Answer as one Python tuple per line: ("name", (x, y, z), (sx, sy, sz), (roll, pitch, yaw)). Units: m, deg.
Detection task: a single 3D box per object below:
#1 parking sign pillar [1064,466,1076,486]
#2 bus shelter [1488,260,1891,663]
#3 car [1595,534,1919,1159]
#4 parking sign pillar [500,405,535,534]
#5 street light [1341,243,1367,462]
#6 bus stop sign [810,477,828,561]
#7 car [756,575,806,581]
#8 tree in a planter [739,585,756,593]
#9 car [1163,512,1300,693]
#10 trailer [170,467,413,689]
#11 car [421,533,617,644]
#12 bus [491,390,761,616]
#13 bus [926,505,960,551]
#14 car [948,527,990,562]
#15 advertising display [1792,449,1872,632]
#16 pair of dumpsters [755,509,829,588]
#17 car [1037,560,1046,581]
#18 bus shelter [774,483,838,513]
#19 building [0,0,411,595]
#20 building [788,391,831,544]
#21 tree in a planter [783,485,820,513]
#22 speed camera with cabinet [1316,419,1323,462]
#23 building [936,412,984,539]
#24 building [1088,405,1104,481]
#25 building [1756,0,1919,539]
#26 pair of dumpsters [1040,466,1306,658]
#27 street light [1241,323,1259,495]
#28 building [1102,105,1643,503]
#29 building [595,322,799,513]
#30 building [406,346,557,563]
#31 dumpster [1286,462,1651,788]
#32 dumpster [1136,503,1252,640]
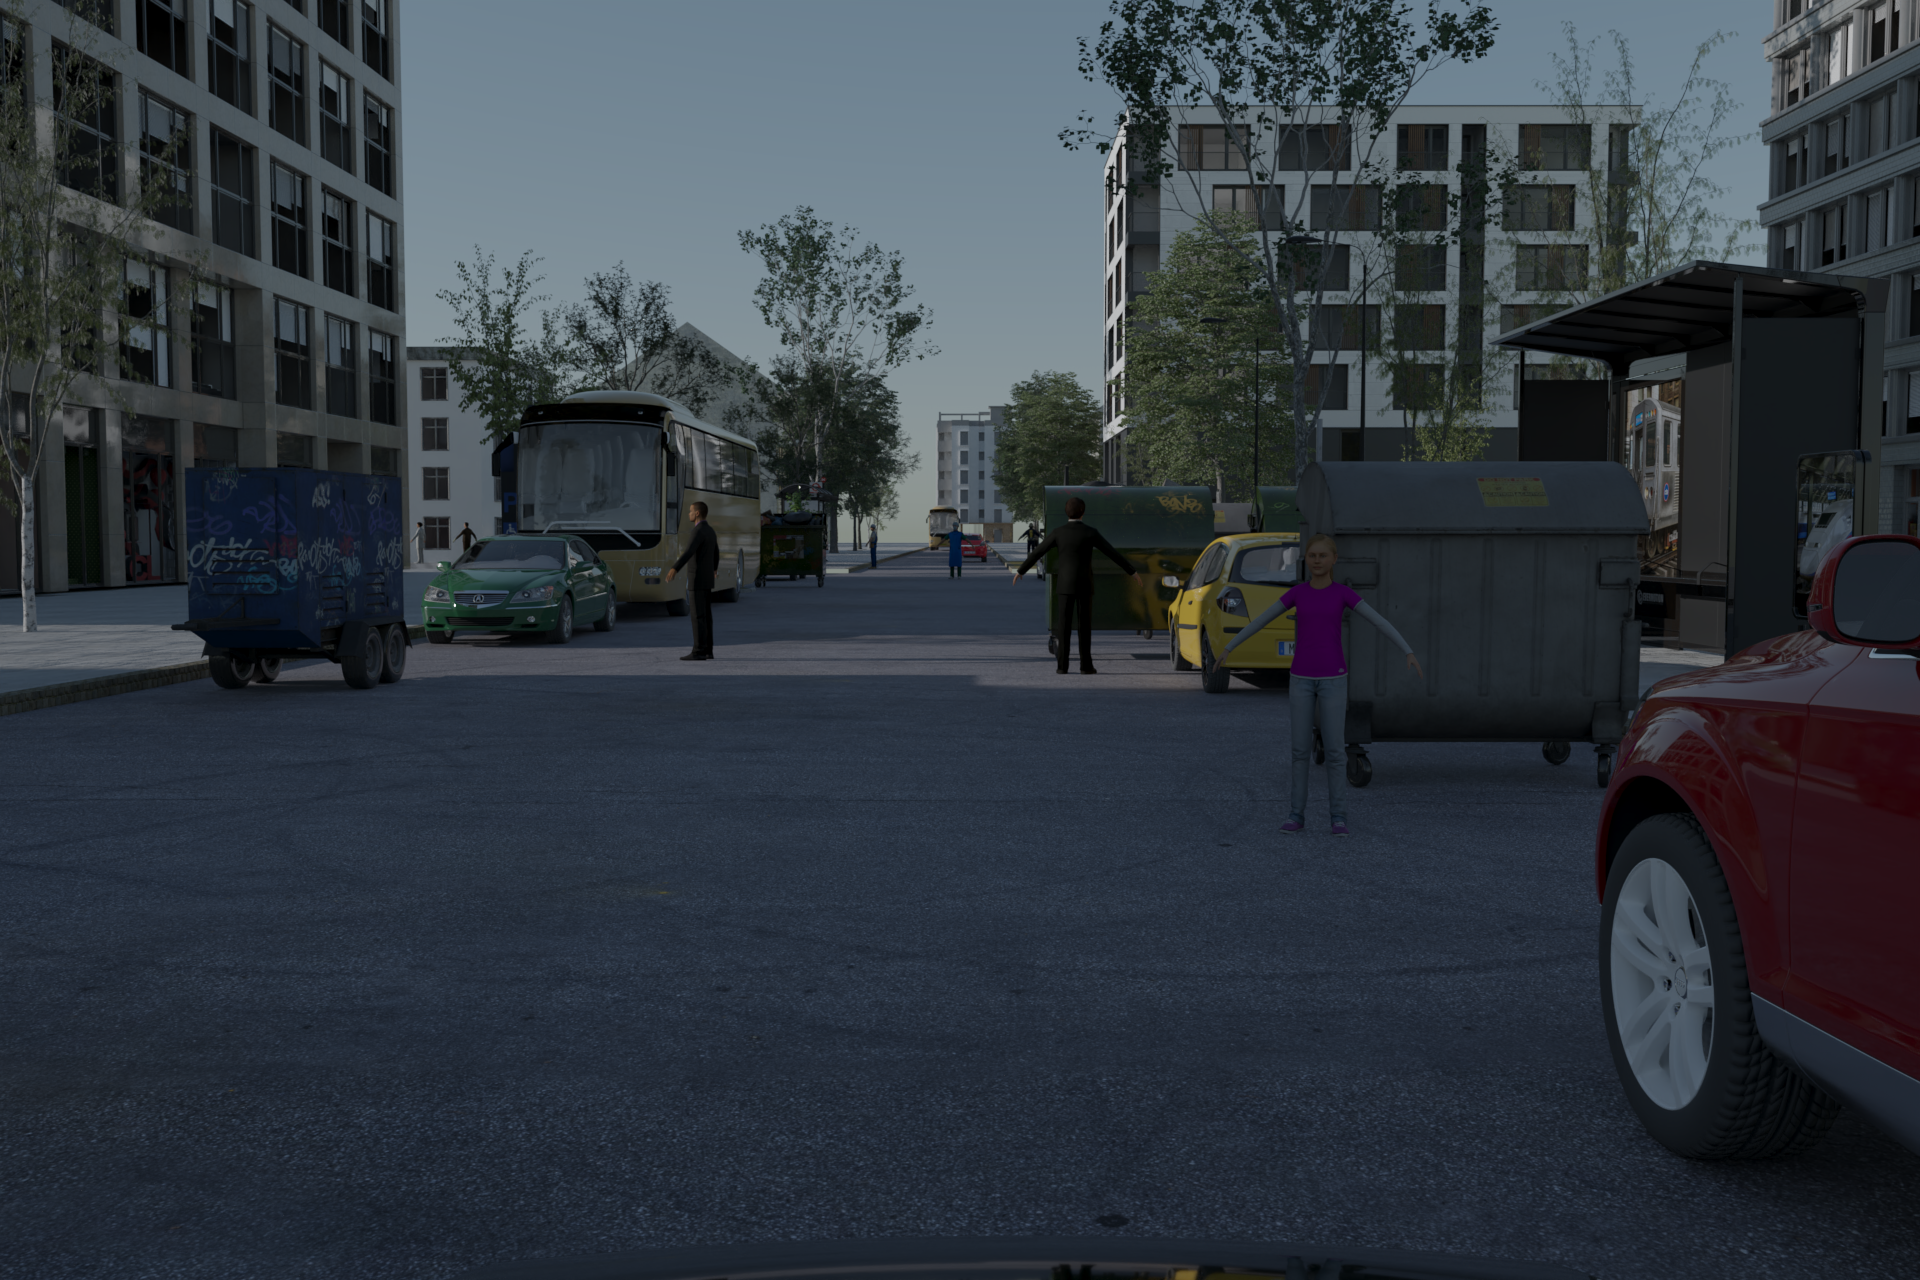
("parking sign pillar", (4.384, -4.954, 69.472), (1.447, 3.967, 1.447), (0, 4, 0))
("bus shelter", (7.202, -1.632, 17.968), (1.731, 3.624, 6.357), (0, 4, 1))
("car", (2.642, 0.384, 2.388), (2.281, 1.827, 5.304), (0, 4, -1))
("parking sign pillar", (-9.042, -2.878, 35.526), (1.447, 3.967, 1.447), (0, 4, 0))
("street light", (6.843, -3.336, 27.091), (1.470, 5.913, 1.316), (0, 4, 0))
("bus stop sign", (-6.604, -5.654, 81.139), (0.855, 3.939, 0.416), (0, 3, 0))
("car", (-5.825, -2.698, 54.342), (2.015, 1.641, 3.980), (0, 4, 1))
("tree in a planter", (-6.116, -2.797, 42.952), (1.991, 3.239, 1.994), (0, 4, 0))
("car", (3.056, -0.414, 16.997), (2.015, 1.641, 3.980), (0, 4, 1))
("trailer", (-6.142, -0.523, 15.597), (1.471, 1.999, 3.904), (0, 4, 1))
("car", (-6.031, -0.754, 24.128), (2.131, 1.459, 4.920), (0, 4, 0))
("bus", (-5.872, -2.559, 33.391), (2.896, 3.916, 12.252), (0, 4, 1))
("bus", (-1.391, -9.850, 152.599), (2.896, 3.916, 12.252), (0, 4, 0))
("car", (0.462, -4.884, 88.890), (2.155, 1.783, 4.494), (0, 4, -1))
("advertising display", (6.837, -0.514, 13.622), (0.123, 1.923, 0.974), (0, 4, 1))
("pair of dumpsters", (-5.776, -2.550, 46.636), (4.436, 2.255, 1.574), (0, 3, 0))
("car", (3.421, -2.565, 54.302), (2.083, 1.381, 4.827), (0, 4, -1))
("bus shelter", (-6.324, -4.766, 71.841), (2.014, 3.302, 5.546), (0, 4, 2))
("building", (-28.202, -14.521, 40.628), (19.350, 26.588, 34.151), (0, 4, 0))
("building", (-25.761, -22.157, 228.723), (16.747, 18.905, 31.486), (0, 4, 0))
("tree in a planter", (-5.931, -4.043, 63.323), (1.991, 3.239, 1.994), (0, 4, 1))
("speed camera with cabinet", (6.347, -2.128, 29.125), (0.660, 3.252, 2.038), (0, 4, 1))
("building", (-3.305, -24.514, 259.687), (11.380, 20.090, 16.016), (0, 4, 6))
("building", (26.425, -23.832, 220.588), (19.493, 23.208, 18.063), (0, 4, 1))
("building", (25.523, -11.731, 38.486), (8.464, 21.280, 15.925), (0, 4, 1))
("pair of dumpsters", (3.145, -0.931, 20.168), (4.436, 2.255, 1.574), (0, 4, 1))
("street light", (6.916, -3.957, 37.230), (1.470, 5.913, 1.316), (0, 4, 1))
("building", (21.963, -15.608, 99.165), (27.936, 21.610, 32.646), (0, 3, 0))
("building", (-28.033, -21.888, 188.791), (19.493, 23.208, 18.063), (0, 4, 1))
("building", (-25.849, -9.145, 91.665), (9.099, 9.664, 28.070), (0, 4, 0))
("dumpster", (2.948, -0.124, 10.247), (1.865, 1.857, 1.264), (0, 3, 0))
("dumpster", (3.240, -0.964, 23.975), (1.865, 1.857, 1.264), (0, 4, -1))
